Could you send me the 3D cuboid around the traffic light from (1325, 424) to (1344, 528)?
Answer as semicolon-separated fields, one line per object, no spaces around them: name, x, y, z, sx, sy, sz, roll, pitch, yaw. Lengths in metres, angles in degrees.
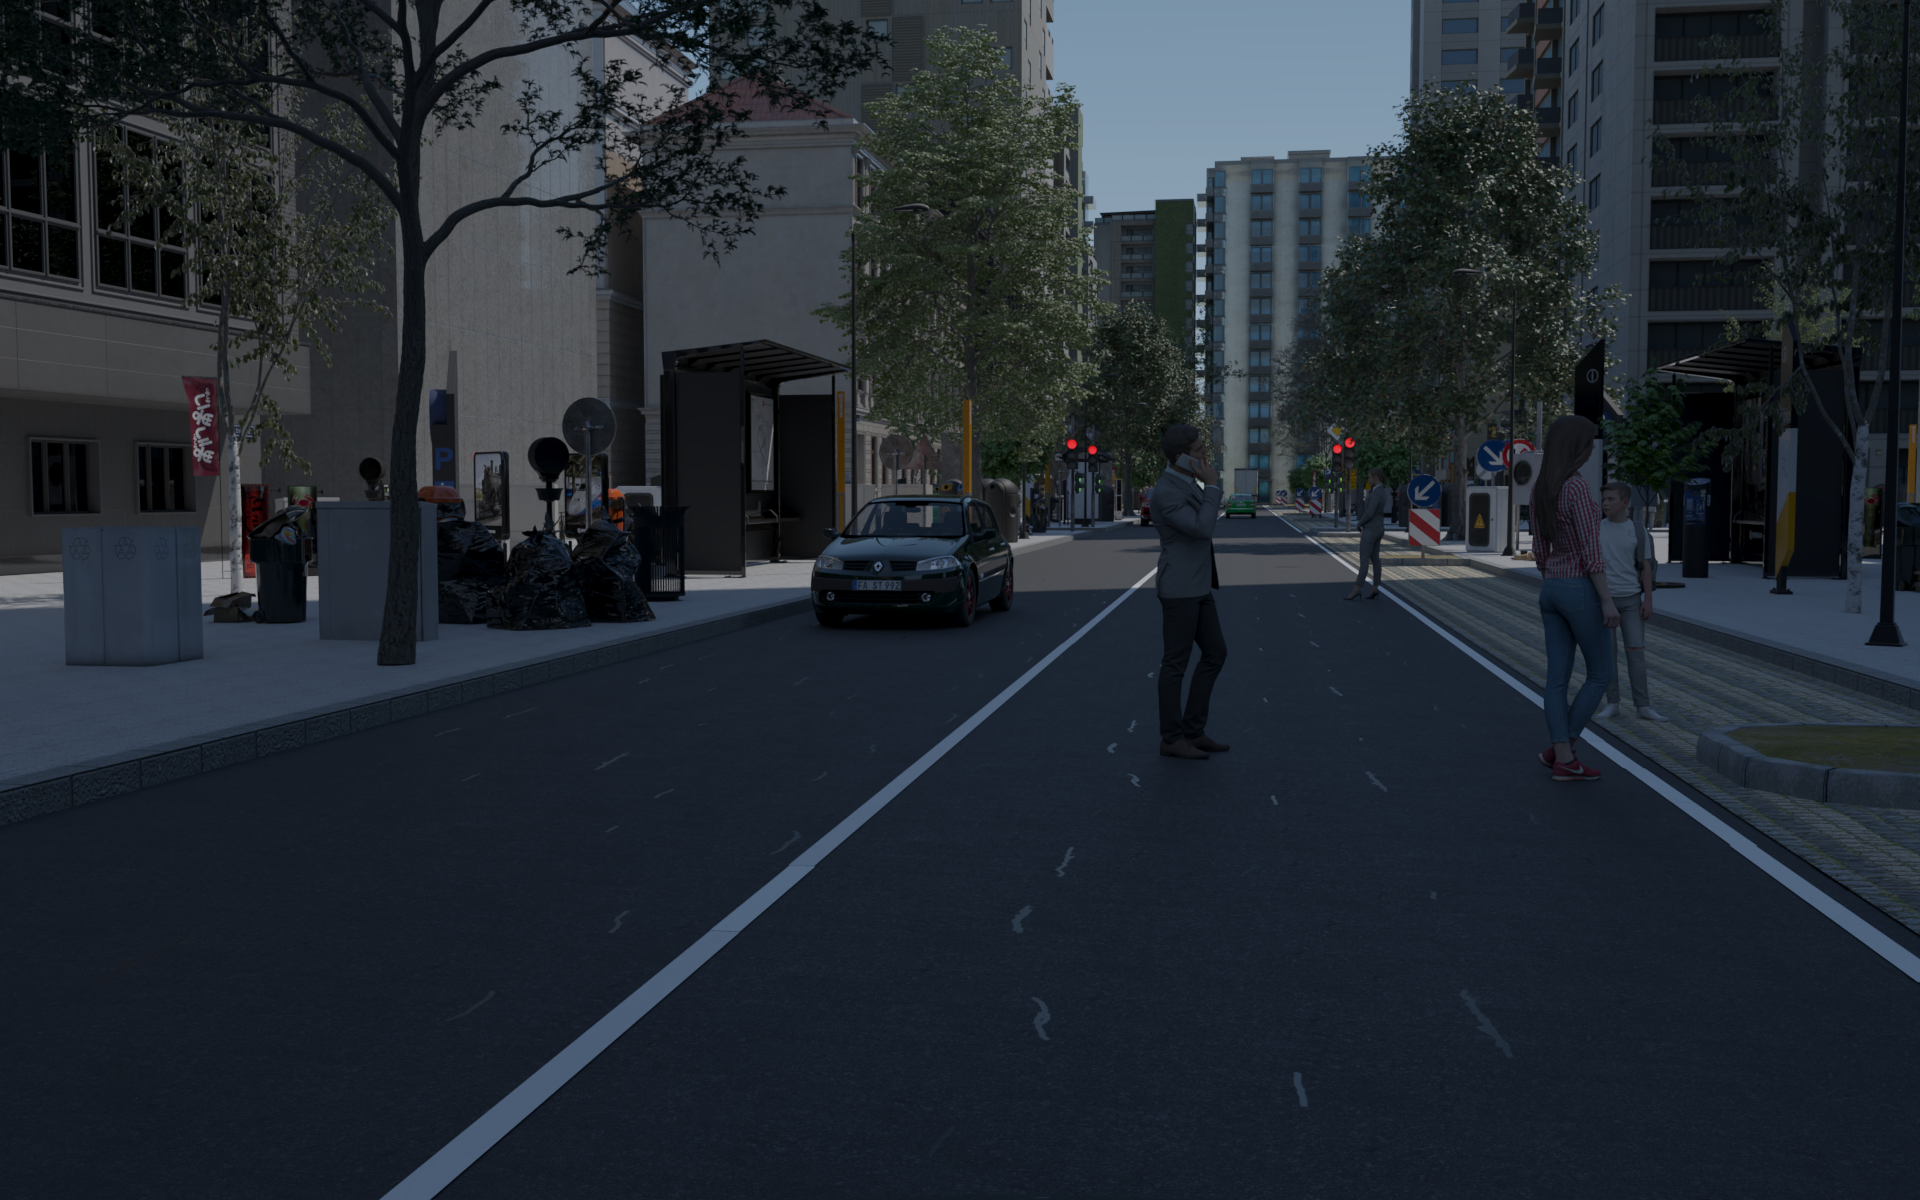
traffic light;14.271;-4.696;65.700;0.839;4.253;0.868;1;4;9

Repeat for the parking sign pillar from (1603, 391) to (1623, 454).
parking sign pillar;14.909;-3.173;40.344;1.447;3.967;1.447;-1;4;-9

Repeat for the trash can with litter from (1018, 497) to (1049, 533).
trash can with litter;2.382;-2.801;57.186;1.055;1.170;0.624;1;4;21

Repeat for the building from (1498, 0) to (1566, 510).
building;47.361;-27.965;111.848;22.147;44.769;28.867;1;4;9

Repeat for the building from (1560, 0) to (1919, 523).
building;41.005;-39.318;81.095;20.611;71.187;20.563;1;4;9

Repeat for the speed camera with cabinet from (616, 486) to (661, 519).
speed camera with cabinet;-6.388;-2.631;37.357;2.038;3.252;0.660;-1;4;-13

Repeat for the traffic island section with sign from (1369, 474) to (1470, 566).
traffic island section with sign;9.254;-1.627;35.230;1.989;1.847;2.006;1;4;9

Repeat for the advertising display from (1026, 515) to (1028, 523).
advertising display;2.886;-4.237;74.481;0.123;1.923;0.974;1;4;18

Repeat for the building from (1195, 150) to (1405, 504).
building;48.704;-38.181;243.869;30.456;49.044;23.786;1;4;9

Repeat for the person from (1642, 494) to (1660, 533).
person;23.636;-3.101;59.395;0.606;1.804;0.583;1;4;11

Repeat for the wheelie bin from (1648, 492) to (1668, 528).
wheelie bin;26.441;-3.536;65.729;0.693;1.594;0.980;3;4;37

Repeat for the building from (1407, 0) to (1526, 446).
building;58.644;-39.328;185.013;21.231;58.520;28.212;1;4;9

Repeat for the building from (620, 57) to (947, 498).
building;-8.345;-15.550;90.397;11.583;22.565;21.152;1;4;9

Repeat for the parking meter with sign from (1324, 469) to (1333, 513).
parking meter with sign;25.691;-7.604;120.593;0.543;3.016;1.738;1;4;18

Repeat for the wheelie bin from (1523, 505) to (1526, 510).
wheelie bin;33.896;-5.927;104.810;0.980;1.594;0.693;-1;4;-9

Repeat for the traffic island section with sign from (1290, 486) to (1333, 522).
traffic island section with sign;18.343;-4.982;90.075;1.989;1.847;2.006;1;4;9

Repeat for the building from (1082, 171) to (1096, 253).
building;4.406;-38.592;250.589;30.456;49.044;23.786;1;4;9

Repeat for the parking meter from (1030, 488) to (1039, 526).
parking meter;3.003;-3.748;69.684;0.372;1.533;0.369;0;3;0

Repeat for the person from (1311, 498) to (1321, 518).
person;19.367;-5.266;94.376;0.755;1.850;0.659;3;4;36

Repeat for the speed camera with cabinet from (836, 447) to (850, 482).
speed camera with cabinet;-4.812;-4.754;72.069;0.660;3.252;2.038;-1;4;-12

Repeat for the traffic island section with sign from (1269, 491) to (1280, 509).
traffic island section with sign;30.953;-9.637;166.198;1.989;1.847;2.006;1;4;9

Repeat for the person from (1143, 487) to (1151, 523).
person;9.326;-4.730;86.005;0.590;1.801;0.661;0;4;-2

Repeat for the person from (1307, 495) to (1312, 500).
person;44.530;-12.943;220.651;0.750;1.759;0.617;1;4;12

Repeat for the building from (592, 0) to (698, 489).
building;-25.159;-18.568;89.495;20.117;28.700;13.634;1;4;9

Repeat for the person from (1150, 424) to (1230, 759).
person;1.265;-0.047;9.448;0.473;1.802;0.592;2;4;31

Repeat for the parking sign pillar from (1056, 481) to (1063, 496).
parking sign pillar;6.888;-7.583;112.451;1.447;3.967;1.447;3;4;39

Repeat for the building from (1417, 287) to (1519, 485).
building;56.972;-19.113;157.529;27.650;21.520;28.899;1;4;9

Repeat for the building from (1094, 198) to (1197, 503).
building;25.883;-34.191;242.610;14.086;41.232;14.154;1;4;9

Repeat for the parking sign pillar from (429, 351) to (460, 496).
parking sign pillar;-9.495;-2.661;31.976;1.447;3.967;1.447;-1;4;-13

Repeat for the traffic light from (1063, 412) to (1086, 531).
traffic light;3.875;-4.305;59.306;0.839;4.253;0.868;1;4;9

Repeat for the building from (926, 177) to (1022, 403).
building;-2.434;-18.367;129.977;12.332;23.373;15.834;1;4;9

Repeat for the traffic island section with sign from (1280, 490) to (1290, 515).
traffic island section with sign;22.755;-6.608;116.668;1.989;1.847;2.006;1;4;9

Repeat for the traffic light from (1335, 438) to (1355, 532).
traffic light;12.966;-4.214;57.822;0.839;4.253;0.868;1;4;9

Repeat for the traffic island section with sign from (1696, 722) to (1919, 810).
traffic island section with sign;4.852;0.000;8.635;1.989;1.847;2.006;1;4;9

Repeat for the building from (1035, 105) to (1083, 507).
building;4.923;-30.234;177.926;14.154;41.232;14.086;1;4;9

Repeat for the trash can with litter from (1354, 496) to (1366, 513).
trash can with litter;27.770;-6.653;120.157;0.624;1.170;1.055;-3;5;-43

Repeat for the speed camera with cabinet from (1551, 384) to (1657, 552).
speed camera with cabinet;11.454;-2.226;30.727;2.038;3.252;0.660;-2;4;-27

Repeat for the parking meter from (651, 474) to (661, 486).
parking meter;-8.990;-2.801;51.514;0.399;1.863;0.255;2;4;26

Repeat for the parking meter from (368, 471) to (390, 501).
parking meter;-12.333;-1.900;36.782;0.399;1.863;0.255;1;4;13

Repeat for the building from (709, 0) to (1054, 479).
building;-6.008;-34.808;158.346;28.713;52.752;27.495;1;4;9

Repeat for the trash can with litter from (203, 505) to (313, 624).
trash can with litter;-7.014;-0.359;17.259;1.055;1.170;0.624;0;4;5

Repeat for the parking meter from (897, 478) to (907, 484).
parking meter;-2.111;-3.400;61.305;0.399;1.863;0.255;-2;4;-33

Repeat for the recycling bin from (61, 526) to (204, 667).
recycling bin;-6.310;-0.041;13.231;0.722;1.027;0.722;1;4;9

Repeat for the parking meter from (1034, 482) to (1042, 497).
parking meter;3.791;-4.939;86.463;0.255;1.863;0.399;-1;4;-14

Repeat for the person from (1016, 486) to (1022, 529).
person;2.103;-3.410;64.795;0.519;1.759;0.362;3;5;42

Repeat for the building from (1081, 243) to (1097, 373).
building;8.649;-26.291;201.561;14.107;30.474;14.160;1;4;9

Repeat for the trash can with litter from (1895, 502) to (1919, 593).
trash can with litter;12.667;-0.695;22.751;0.624;1.170;1.055;0;4;-8

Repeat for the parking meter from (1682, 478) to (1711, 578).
parking meter;11.286;-1.109;26.541;0.372;1.533;0.369;0;3;0

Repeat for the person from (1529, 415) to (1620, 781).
person;3.077;-0.008;8.646;0.388;1.821;0.555;-2;4;-25

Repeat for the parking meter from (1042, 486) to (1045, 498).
parking meter;6.073;-7.443;127.396;0.255;1.863;0.399;1;4;15

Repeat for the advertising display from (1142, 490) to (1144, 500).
advertising display;13.875;-7.703;131.164;0.123;1.923;0.974;1;4;8

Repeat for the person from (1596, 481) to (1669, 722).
person;4.210;0.007;10.982;0.503;1.515;0.523;0;4;-8

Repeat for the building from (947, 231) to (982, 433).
building;-5.845;-16.833;111.384;11.583;22.565;21.152;1;4;9

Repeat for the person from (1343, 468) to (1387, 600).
person;5.506;-0.903;23.536;0.573;1.790;0.520;1;4;10

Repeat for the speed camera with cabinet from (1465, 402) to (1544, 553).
speed camera with cabinet;11.938;-2.653;37.708;0.660;3.252;2.038;-2;4;-26

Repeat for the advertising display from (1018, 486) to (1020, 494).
advertising display;4.192;-7.419;126.512;0.974;1.923;0.123;1;4;17

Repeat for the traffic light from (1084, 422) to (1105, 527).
traffic light;5.181;-4.787;67.184;0.839;4.253;0.868;1;4;9

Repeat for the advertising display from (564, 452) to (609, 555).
advertising display;-5.841;-1.338;27.090;0.974;1.923;0.123;3;5;41

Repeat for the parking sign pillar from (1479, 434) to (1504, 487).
parking sign pillar;22.877;-5.266;74.572;1.447;3.967;1.447;-3;5;-41
